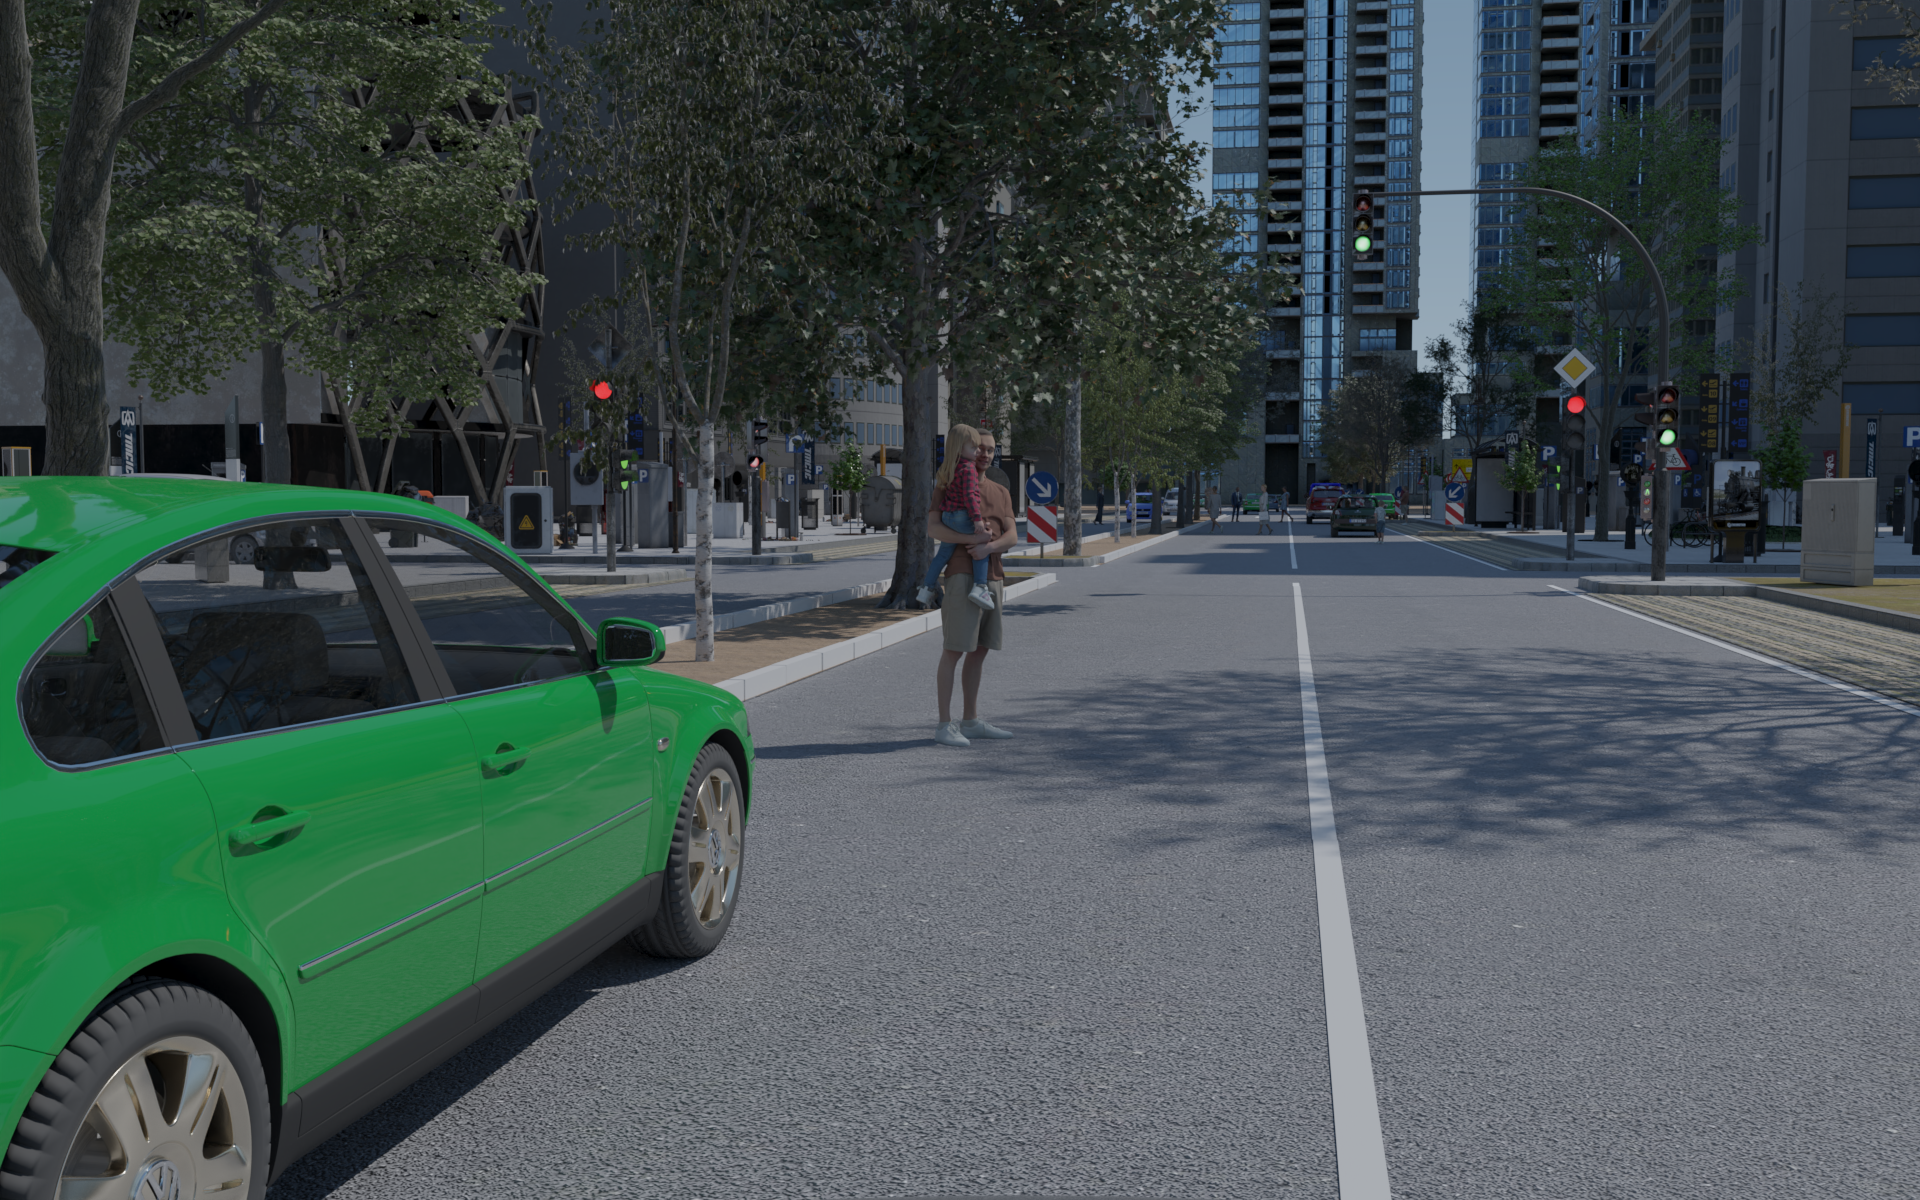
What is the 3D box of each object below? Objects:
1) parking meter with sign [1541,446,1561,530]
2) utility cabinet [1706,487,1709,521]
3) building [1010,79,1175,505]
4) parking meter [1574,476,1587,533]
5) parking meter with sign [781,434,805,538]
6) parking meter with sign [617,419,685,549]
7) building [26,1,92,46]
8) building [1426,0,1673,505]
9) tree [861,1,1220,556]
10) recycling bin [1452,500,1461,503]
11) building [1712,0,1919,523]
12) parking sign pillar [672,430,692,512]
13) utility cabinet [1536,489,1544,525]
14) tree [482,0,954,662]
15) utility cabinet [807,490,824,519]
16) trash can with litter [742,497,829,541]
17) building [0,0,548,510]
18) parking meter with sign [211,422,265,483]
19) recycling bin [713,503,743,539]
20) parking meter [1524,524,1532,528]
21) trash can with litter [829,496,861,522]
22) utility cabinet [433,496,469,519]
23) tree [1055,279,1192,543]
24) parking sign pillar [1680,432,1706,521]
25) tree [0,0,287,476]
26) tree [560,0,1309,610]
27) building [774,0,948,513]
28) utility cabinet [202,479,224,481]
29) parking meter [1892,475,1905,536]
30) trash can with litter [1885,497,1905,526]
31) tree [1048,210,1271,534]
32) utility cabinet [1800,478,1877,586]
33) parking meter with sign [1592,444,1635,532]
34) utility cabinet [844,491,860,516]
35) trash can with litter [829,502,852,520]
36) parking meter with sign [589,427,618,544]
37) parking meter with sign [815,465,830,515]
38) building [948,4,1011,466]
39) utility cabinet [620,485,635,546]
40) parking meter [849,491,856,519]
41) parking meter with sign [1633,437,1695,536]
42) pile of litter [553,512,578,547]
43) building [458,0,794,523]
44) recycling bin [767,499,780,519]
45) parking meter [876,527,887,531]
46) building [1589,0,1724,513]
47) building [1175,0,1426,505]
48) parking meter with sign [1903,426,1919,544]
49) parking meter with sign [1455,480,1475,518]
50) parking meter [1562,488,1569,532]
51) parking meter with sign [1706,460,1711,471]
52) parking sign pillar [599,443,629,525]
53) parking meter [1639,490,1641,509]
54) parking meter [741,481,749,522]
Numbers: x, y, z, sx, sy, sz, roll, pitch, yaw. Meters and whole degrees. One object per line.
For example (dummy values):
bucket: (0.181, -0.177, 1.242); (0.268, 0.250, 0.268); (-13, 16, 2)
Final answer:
parking meter with sign: (21.629, -4.101, 63.305); (0.543, 3.016, 1.738); (2, 4, 27)
utility cabinet: (23.735, -2.760, 53.808); (0.318, 1.500, 1.173); (-1, 4, -17)
building: (14.832, -38.705, 222.063); (27.495, 52.752, 28.713); (1, 4, 11)
parking meter: (20.297, -3.117, 56.672); (0.399, 1.863, 0.255); (1, 4, 23)
parking meter with sign: (-4.985, -3.347, 50.976); (0.543, 3.016, 1.738); (-1, 4, -15)
parking meter with sign: (-7.218, -2.726, 40.831); (0.543, 3.016, 1.738); (2, 4, 30)
building: (-53.775, -16.155, 68.653); (34.151, 26.468, 19.350); (1, 4, 11)
building: (73.360, -54.656, 206.301); (31.000, 86.520, 22.319); (1, 4, 11)
tree: (1.518, -11.102, 39.856); (12.611, 20.169, 13.585); (0, 3, 0)
recycling bin: (29.492, -5.480, 102.152); (0.722, 1.027, 0.722); (2, 4, 34)
building: (50.203, -33.353, 87.318); (21.231, 58.520, 28.212); (1, 4, 11)
parking sign pillar: (-11.764, -5.189, 73.311); (1.447, 3.967, 1.447); (1, 4, 10)
utility cabinet: (23.448, -3.735, 69.741); (1.173, 1.500, 0.318); (3, 5, 40)
tree: (-2.149, -3.788, 14.751); (4.360, 8.622, 3.978); (0, 3, 0)
utility cabinet: (-7.514, -4.972, 89.977); (0.318, 1.500, 1.173); (2, 4, 26)
trash can with litter: (-5.059, -2.243, 47.738); (2.233, 1.210, 1.678); (3, 5, 42)
building: (-23.991, -11.902, 62.045); (16.820, 18.784, 16.811); (1, 4, 11)
parking meter with sign: (-17.741, -2.799, 42.030); (1.738, 3.016, 0.543); (0, 4, -2)
recycling bin: (-6.727, -2.305, 50.247); (0.722, 1.027, 0.722); (1, 4, 9)
parking meter: (21.490, -3.659, 65.533); (0.255, 1.863, 0.399); (-1, 4, -14)
trash can with litter: (-5.691, -4.218, 80.026); (1.678, 1.210, 2.233); (-3, 4, -38)
utility cabinet: (-15.684, -2.582, 53.378); (1.020, 1.237, 0.306); (0, 4, 5)
tree: (5.670, -6.315, 56.073); (4.737, 8.622, 4.395); (0, 3, 0)
parking sign pillar: (31.582, -5.285, 74.889); (1.447, 3.967, 1.447); (0, 4, -4)
tree: (-3.716, -4.815, 6.940); (9.928, 11.665, 9.643); (0, 3, 0)
tree: (-0.534, -6.242, 21.520); (9.611, 12.733, 9.660); (0, 3, 0)
building: (-13.887, -35.841, 127.999); (21.231, 58.520, 28.212); (1, 4, 11)
utility cabinet: (-10.976, -1.023, 25.398); (0.318, 1.500, 1.173); (-2, 4, -32)
parking meter: (28.810, -2.901, 53.144); (0.255, 1.863, 0.399); (3, 4, 37)
trash can with litter: (37.584, -3.538, 69.237); (1.055, 1.170, 0.624); (2, 4, 28)
tree: (6.982, -8.650, 62.015); (7.486, 12.596, 7.792); (0, 3, 0)
utility cabinet: (12.330, -0.959, 24.357); (0.318, 1.500, 1.173); (-1, 4, -9)
parking meter with sign: (22.617, -3.890, 59.858); (0.543, 3.016, 1.738); (-1, 4, -17)
utility cabinet: (-6.104, -5.440, 97.629); (0.318, 1.500, 1.173); (-3, 4, -38)
trash can with litter: (-5.900, -4.535, 85.529); (1.055, 1.170, 0.624); (-3, 4, -37)
parking meter with sign: (-8.690, -2.962, 44.691); (1.738, 3.016, 0.543); (1, 4, 19)
parking meter with sign: (-8.251, -6.634, 104.720); (0.543, 3.016, 1.738); (-2, 4, -25)
building: (-7.186, -33.131, 165.400); (21.600, 48.544, 21.300); (1, 4, 11)
utility cabinet: (-8.266, -2.099, 42.990); (0.318, 1.500, 1.173); (-1, 4, -13)
parking meter: (-5.474, -4.892, 88.399); (0.372, 1.533, 0.369); (0, 3, 0)
parking meter with sign: (21.491, -3.446, 52.597); (0.543, 3.016, 1.738); (-2, 4, -33)
pile of litter: (-10.007, -1.776, 43.003); (1.176, 0.858, 1.719); (0, 4, 4)
building: (-18.192, -17.996, 87.734); (14.314, 27.812, 24.014); (1, 4, 11)
recycling bin: (-9.643, -4.774, 90.607); (0.722, 1.027, 0.722); (-2, 4, -24)
parking meter: (-2.751, -3.348, 60.449); (0.399, 1.863, 0.255); (2, 4, 32)
building: (61.862, -26.153, 119.483); (32.217, 40.220, 23.993); (1, 4, 11)
building: (42.980, -55.034, 212.476); (31.000, 86.520, 22.319); (1, 4, 11)
parking meter with sign: (24.918, -2.985, 45.070); (0.543, 3.016, 1.738); (2, 4, 35)
parking meter with sign: (27.035, -5.868, 92.196); (1.738, 3.016, 0.543); (-3, 4, -37)
parking meter: (20.362, -3.031, 57.966); (0.372, 1.533, 0.369); (0, 3, 0)
parking meter with sign: (37.652, -5.675, 89.042); (0.543, 3.016, 1.738); (-3, 5, -42)
parking sign pillar: (-14.452, -5.155, 72.762); (1.447, 3.967, 1.447); (0, 4, -4)
parking meter: (40.890, -5.831, 103.750); (0.372, 1.533, 0.369); (0, 3, 0)
parking meter: (-9.765, -4.461, 78.649); (0.399, 1.863, 0.255); (0, 4, 7)
